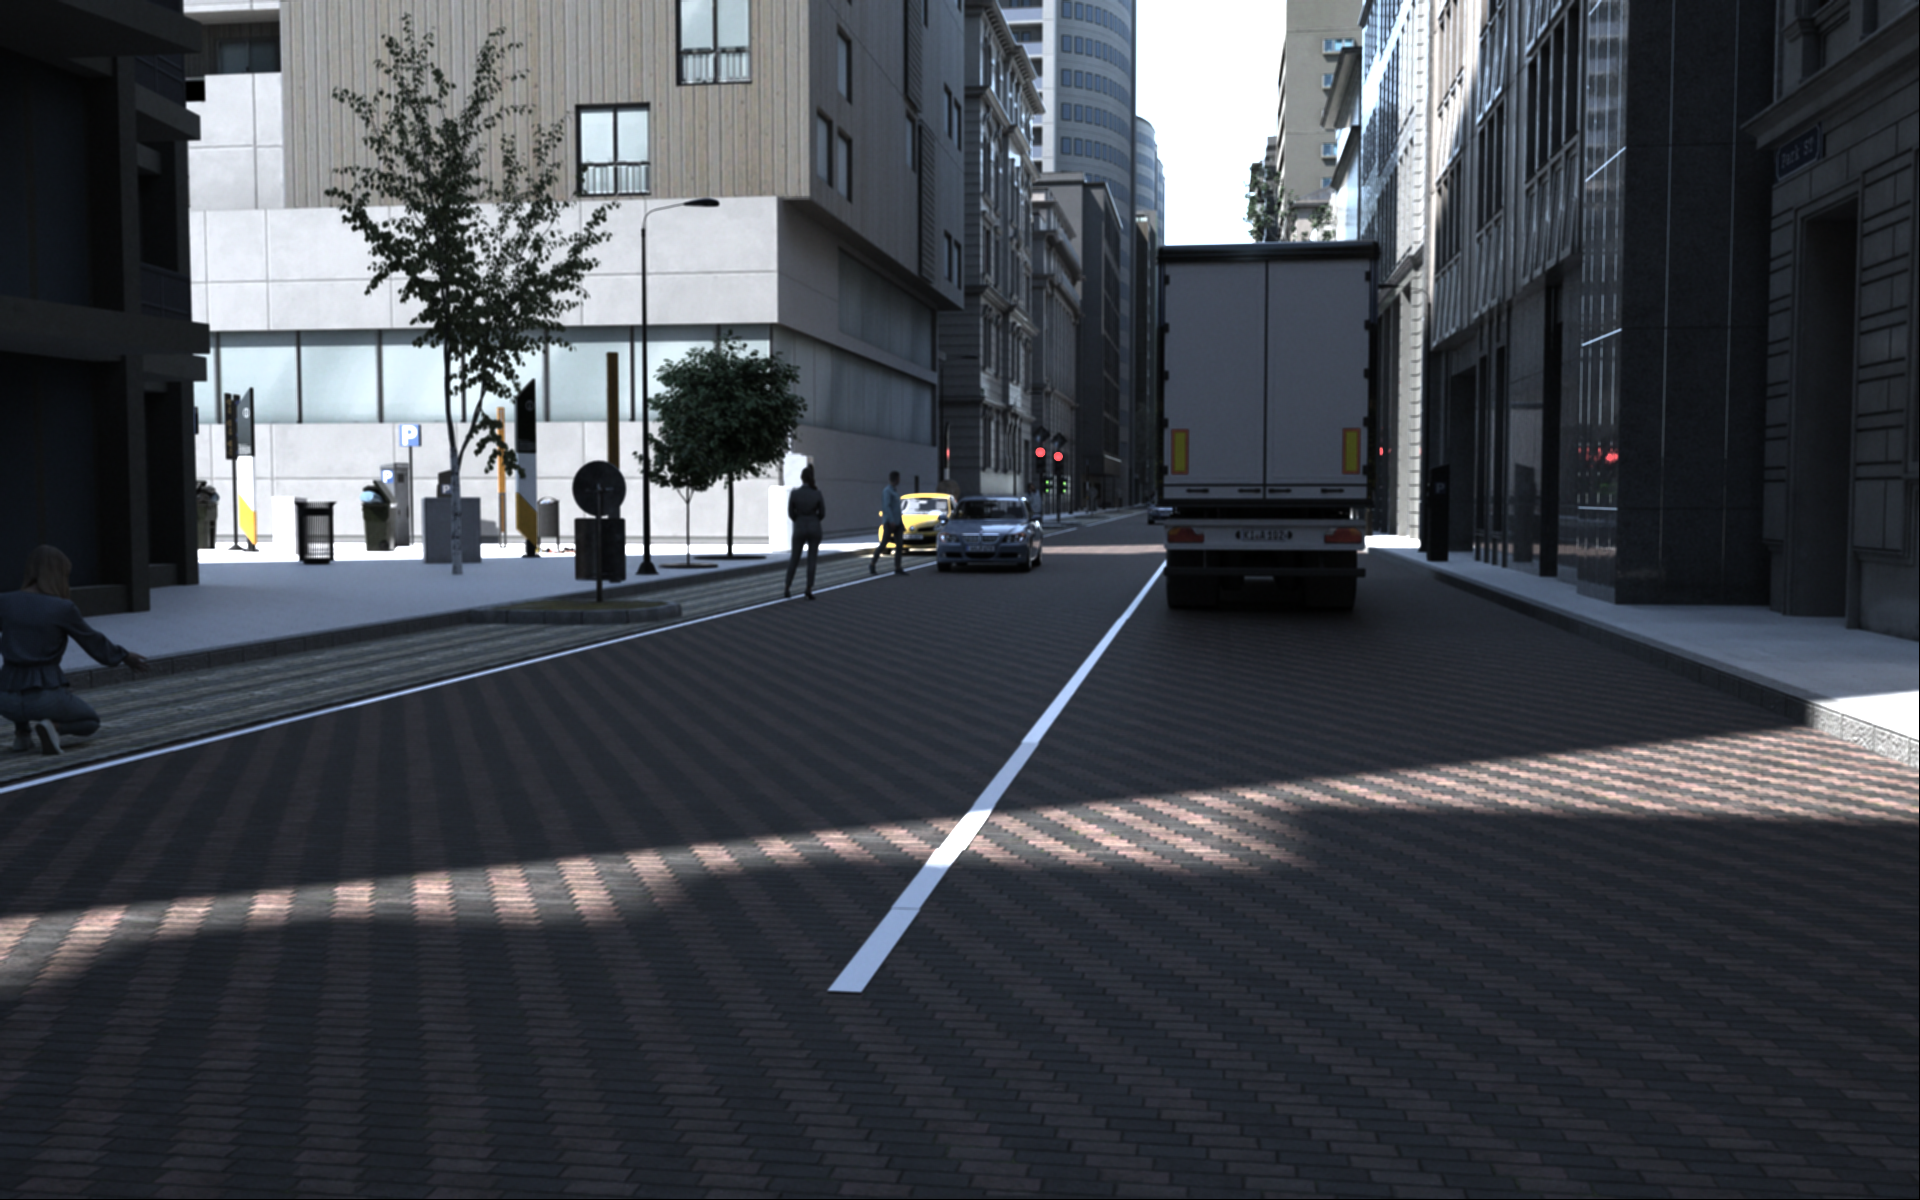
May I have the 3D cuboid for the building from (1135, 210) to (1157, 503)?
[{"bbox_3d":[20.310,-34.249,243.572,14.154,41.232,14.086,1,4,8],"label":"building"}]

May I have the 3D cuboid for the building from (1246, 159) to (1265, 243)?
[{"bbox_3d":[58.583,-41.305,264.574,28.713,52.752,27.495,1,4,8],"label":"building"}]

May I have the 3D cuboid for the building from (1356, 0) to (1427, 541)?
[{"bbox_3d":[18.998,-16.849,52.975,11.434,29.767,29.804,1,4,8],"label":"building"}]

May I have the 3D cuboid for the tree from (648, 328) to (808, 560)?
[{"bbox_3d":[-4.647,-3.097,34.352,4.285,4.588,4.351,0,3,0],"label":"tree"}]

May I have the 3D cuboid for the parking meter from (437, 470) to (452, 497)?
[{"bbox_3d":[-11.989,-2.122,40.409,0.399,1.863,0.255,-1,4,-14],"label":"parking meter"}]

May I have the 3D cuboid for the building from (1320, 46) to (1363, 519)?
[{"bbox_3d":[32.675,-15.194,81.712,30.059,22.955,16.112,1,4,8],"label":"building"}]

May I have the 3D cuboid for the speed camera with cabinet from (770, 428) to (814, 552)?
[{"bbox_3d":[-3.800,-2.749,39.274,0.660,3.252,2.038,0,4,8],"label":"speed camera with cabinet"}]

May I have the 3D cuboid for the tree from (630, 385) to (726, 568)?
[{"bbox_3d":[-4.699,-2.190,30.415,1.663,3.219,1.824,0,3,0],"label":"tree"}]

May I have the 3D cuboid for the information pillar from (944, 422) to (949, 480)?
[{"bbox_3d":[-0.426,-3.957,56.052,0.183,3.616,0.504,0,4,7],"label":"information pillar"}]

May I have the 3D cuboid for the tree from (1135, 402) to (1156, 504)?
[{"bbox_3d":[23.557,-19.439,228.197,12.009,13.543,11.850,0,3,0],"label":"tree"}]

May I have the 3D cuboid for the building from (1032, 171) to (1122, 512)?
[{"bbox_3d":[5.172,-21.116,138.758,14.314,27.812,24.014,1,4,8],"label":"building"}]

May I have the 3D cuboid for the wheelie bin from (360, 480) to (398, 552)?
[{"bbox_3d":[-12.999,-1.884,38.716,0.693,1.594,0.980,0,4,-3],"label":"wheelie bin"}]

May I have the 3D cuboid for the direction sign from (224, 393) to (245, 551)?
[{"bbox_3d":[-16.477,-2.894,39.315,0.379,3.537,0.876,0,4,-3],"label":"direction sign"}]

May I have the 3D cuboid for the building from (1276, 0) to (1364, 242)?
[{"bbox_3d":[40.760,-32.950,162.436,21.300,48.544,21.600,1,4,8],"label":"building"}]

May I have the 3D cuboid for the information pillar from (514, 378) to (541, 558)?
[{"bbox_3d":[-8.760,-2.669,34.998,0.183,3.616,0.504,3,4,36],"label":"information pillar"}]

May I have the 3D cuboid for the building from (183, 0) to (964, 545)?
[{"bbox_3d":[-14.600,-28.624,57.239,27.495,52.752,28.713,1,4,8],"label":"building"}]

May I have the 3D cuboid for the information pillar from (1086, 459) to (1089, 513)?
[{"bbox_3d":[8.569,-7.660,116.595,0.183,3.616,0.504,0,4,0],"label":"information pillar"}]

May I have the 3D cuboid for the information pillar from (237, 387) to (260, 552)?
[{"bbox_3d":[-15.743,-2.868,38.252,0.504,3.616,0.183,2,4,31],"label":"information pillar"}]

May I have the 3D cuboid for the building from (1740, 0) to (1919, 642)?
[{"bbox_3d":[12.383,-10.512,8.030,11.583,22.565,21.152,1,4,8],"label":"building"}]

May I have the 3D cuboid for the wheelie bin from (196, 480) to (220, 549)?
[{"bbox_3d":[-17.653,-1.980,40.286,0.693,1.594,0.980,0,4,1],"label":"wheelie bin"}]

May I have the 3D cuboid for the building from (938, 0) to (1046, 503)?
[{"bbox_3d":[-3.496,-18.553,90.723,14.401,28.519,23.554,1,4,8],"label":"building"}]

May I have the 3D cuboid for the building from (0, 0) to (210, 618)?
[{"bbox_3d":[-19.623,-21.787,10.838,22.147,44.769,28.867,1,4,8],"label":"building"}]

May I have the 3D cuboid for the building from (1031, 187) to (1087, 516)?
[{"bbox_3d":[0.870,-16.706,114.948,13.314,21.916,24.055,1,4,8],"label":"building"}]

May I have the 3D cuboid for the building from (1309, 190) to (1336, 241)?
[{"bbox_3d":[27.794,-16.054,117.240,10.420,20.320,16.860,1,4,8],"label":"building"}]

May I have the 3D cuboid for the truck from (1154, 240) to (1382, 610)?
[{"bbox_3d":[4.275,-2.198,24.850,2.839,4.237,11.283,1,4,9],"label":"truck"}]

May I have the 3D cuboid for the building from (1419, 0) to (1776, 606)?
[{"bbox_3d":[15.009,-12.861,28.302,12.078,24.808,19.932,1,4,8],"label":"building"}]

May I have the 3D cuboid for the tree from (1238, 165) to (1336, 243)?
[{"bbox_3d":[19.350,-14.988,100.937,12.611,20.169,13.585,0,3,0],"label":"tree"}]

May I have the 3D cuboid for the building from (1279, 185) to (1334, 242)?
[{"bbox_3d":[31.897,-20.838,137.969,12.463,27.353,25.104,1,4,8],"label":"building"}]

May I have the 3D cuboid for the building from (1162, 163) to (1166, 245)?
[{"bbox_3d":[23.613,-45.915,292.710,21.231,58.520,28.212,1,4,8],"label":"building"}]

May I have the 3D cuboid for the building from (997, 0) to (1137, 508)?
[{"bbox_3d":[5.872,-38.273,167.762,21.231,58.520,28.212,1,4,8],"label":"building"}]

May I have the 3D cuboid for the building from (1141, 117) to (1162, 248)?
[{"bbox_3d":[19.090,-44.215,264.912,21.231,58.520,28.212,1,4,8],"label":"building"}]

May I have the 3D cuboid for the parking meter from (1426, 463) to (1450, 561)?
[{"bbox_3d":[9.117,-1.674,33.084,0.399,1.863,0.255,0,4,0],"label":"parking meter"}]

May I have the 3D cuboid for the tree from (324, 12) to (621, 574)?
[{"bbox_3d":[-7.806,-4.714,27.438,4.737,8.622,4.395,0,3,0],"label":"tree"}]

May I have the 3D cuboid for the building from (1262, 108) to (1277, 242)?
[{"bbox_3d":[47.880,-36.063,209.232,23.786,49.044,30.456,1,4,8],"label":"building"}]

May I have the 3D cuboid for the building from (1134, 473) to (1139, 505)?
[{"bbox_3d":[11.649,-47.321,211.950,20.563,71.187,20.611,1,4,8],"label":"building"}]
